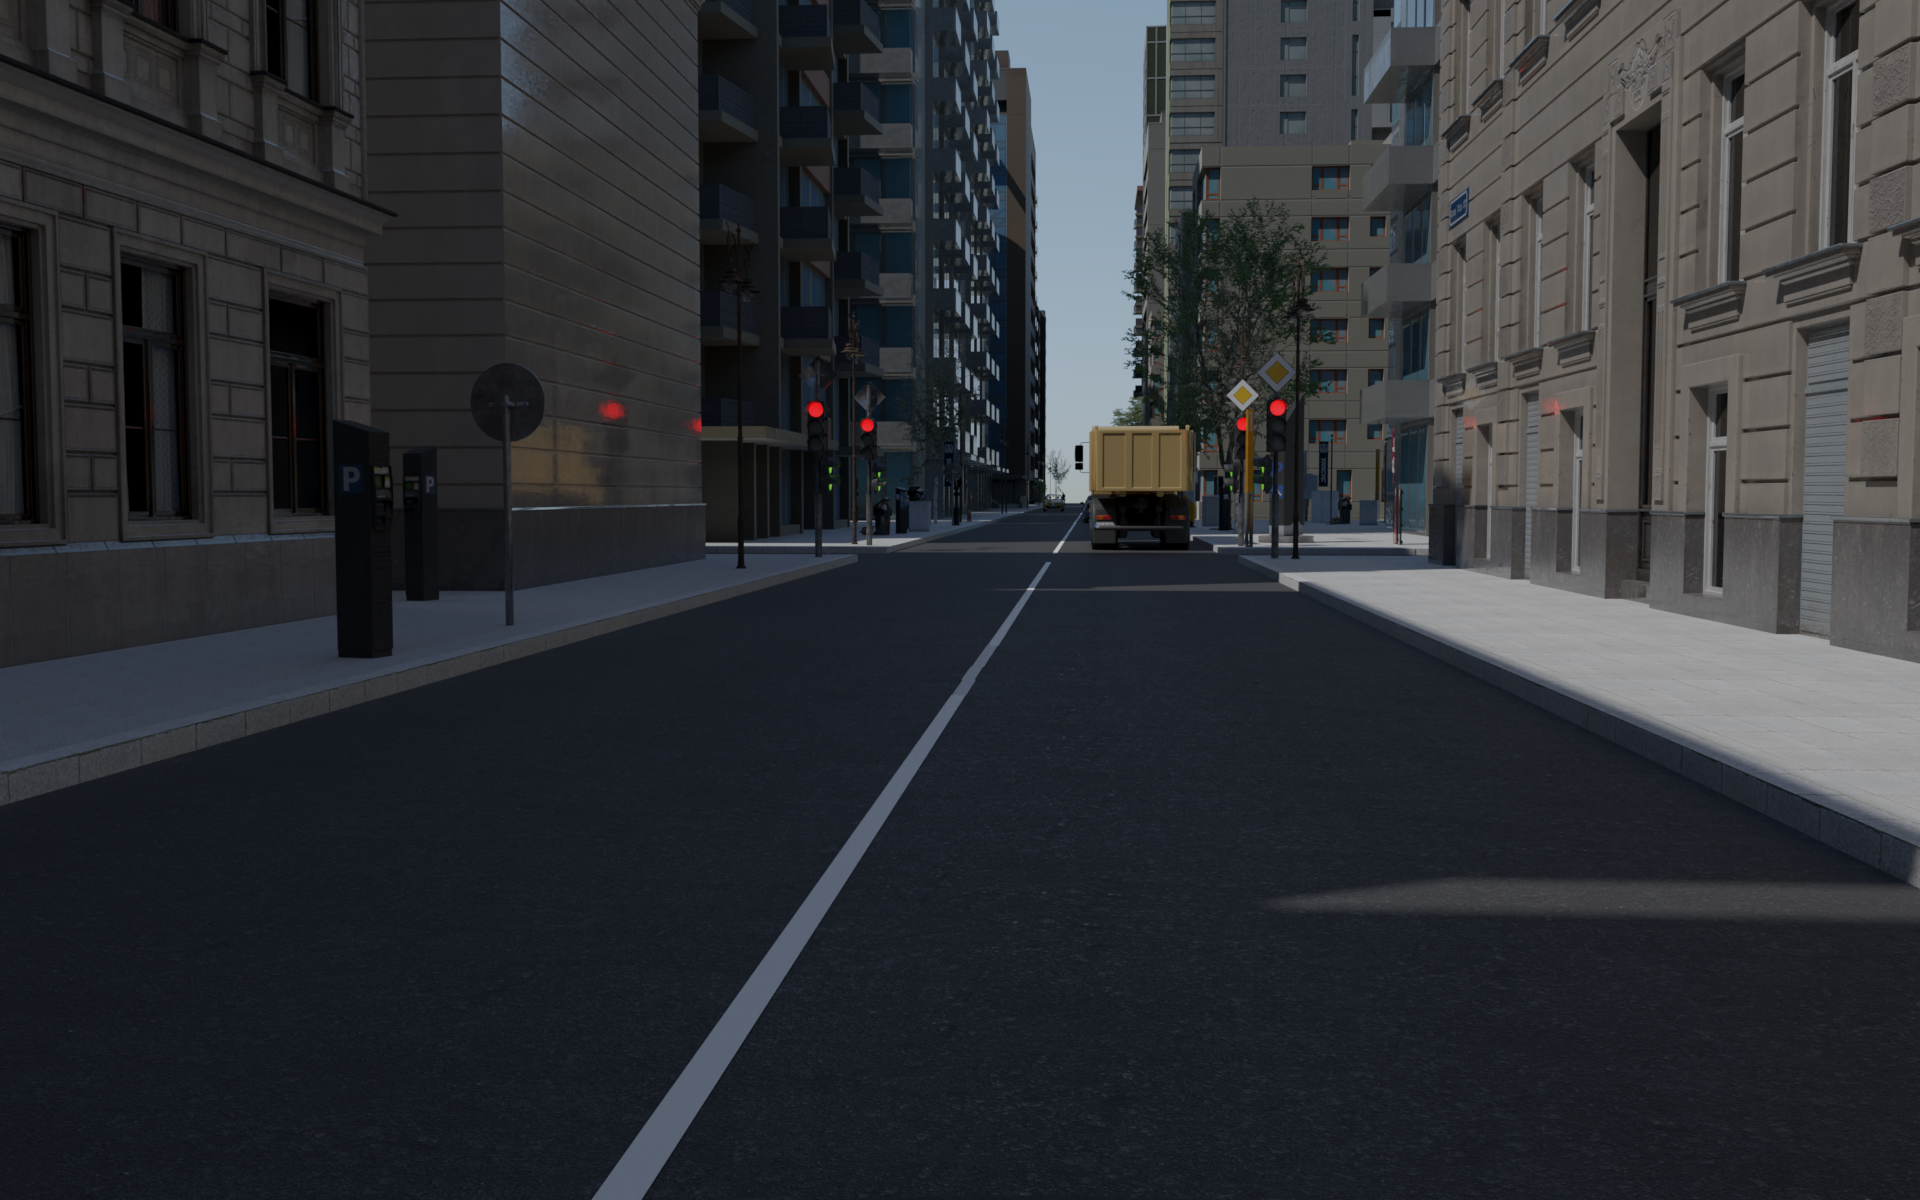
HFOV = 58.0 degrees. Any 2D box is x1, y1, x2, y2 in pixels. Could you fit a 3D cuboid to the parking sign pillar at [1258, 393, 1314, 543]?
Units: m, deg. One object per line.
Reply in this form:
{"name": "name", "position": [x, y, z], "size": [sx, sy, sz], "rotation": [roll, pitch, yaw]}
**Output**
{"name": "parking sign pillar", "position": [8.629, -3.501, 45.713], "size": [1.447, 3.967, 1.447], "rotation": [2, 4, 34]}

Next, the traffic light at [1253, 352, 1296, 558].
{"name": "traffic light", "position": [6.271, -2.787, 34.489], "size": [0.839, 4.253, 0.868], "rotation": [0, 4, 4]}

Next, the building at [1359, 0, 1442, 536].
{"name": "building", "position": [28.362, -26.598, 54.492], "size": [30.456, 49.044, 23.786], "rotation": [0, 4, 4]}

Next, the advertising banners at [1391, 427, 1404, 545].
{"name": "advertising banners", "position": [11.192, -2.947, 44.364], "size": [0.090, 3.025, 2.074], "rotation": [0, 4, 7]}

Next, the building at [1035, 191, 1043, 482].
{"name": "building", "position": [-0.610, -37.920, 239.602], "size": [23.786, 49.044, 30.456], "rotation": [0, 4, 4]}

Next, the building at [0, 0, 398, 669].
{"name": "building", "position": [-11.901, -8.923, 10.522], "size": [10.561, 19.102, 19.286], "rotation": [0, 4, 4]}

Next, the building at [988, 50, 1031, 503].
{"name": "building", "position": [0.192, -32.396, 179.792], "size": [14.600, 45.320, 14.200], "rotation": [0, 4, 4]}

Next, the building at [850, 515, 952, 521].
{"name": "building", "position": [-10.655, -29.093, 95.280], "size": [23.786, 49.044, 30.456], "rotation": [0, 4, 4]}

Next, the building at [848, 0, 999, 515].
{"name": "building", "position": [-8.502, -31.460, 133.979], "size": [23.786, 49.044, 30.456], "rotation": [0, 4, 4]}

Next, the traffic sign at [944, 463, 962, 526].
{"name": "traffic sign", "position": [-0.294, -4.271, 69.929], "size": [0.768, 2.556, 0.104], "rotation": [1, 4, 10]}

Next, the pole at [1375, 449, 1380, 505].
{"name": "pole", "position": [18.929, -5.179, 78.520], "size": [0.158, 3.312, 0.155], "rotation": [0, 3, 0]}

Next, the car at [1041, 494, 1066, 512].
{"name": "car", "position": [7.758, -8.143, 143.359], "size": [2.015, 1.641, 3.980], "rotation": [0, 4, 5]}

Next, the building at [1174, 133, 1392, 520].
{"name": "building", "position": [26.924, -15.584, 99.831], "size": [27.650, 21.520, 28.899], "rotation": [0, 4, 4]}

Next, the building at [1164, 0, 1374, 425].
{"name": "building", "position": [22.066, -27.109, 126.834], "size": [14.154, 41.232, 14.086], "rotation": [0, 4, 4]}

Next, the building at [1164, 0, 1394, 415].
{"name": "building", "position": [31.426, -34.123, 147.152], "size": [28.713, 52.752, 27.495], "rotation": [0, 4, 4]}

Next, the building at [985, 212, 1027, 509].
{"name": "building", "position": [-9.992, -28.730, 161.618], "size": [32.217, 40.220, 23.993], "rotation": [0, 4, 4]}

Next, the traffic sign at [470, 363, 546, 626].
{"name": "traffic sign", "position": [-4.400, -1.024, 16.845], "size": [0.768, 2.556, 0.104], "rotation": [1, 4, 9]}

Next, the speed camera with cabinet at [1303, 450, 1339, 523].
{"name": "speed camera with cabinet", "position": [17.210, -5.459, 83.598], "size": [2.038, 3.252, 0.660], "rotation": [0, 4, -5]}

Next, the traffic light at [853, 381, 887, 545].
{"name": "traffic light", "position": [-2.245, -3.316, 43.142], "size": [0.839, 4.253, 0.868], "rotation": [0, 4, 4]}

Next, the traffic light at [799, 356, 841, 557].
{"name": "traffic light", "position": [-2.864, -2.829, 35.181], "size": [0.839, 4.253, 0.868], "rotation": [0, 4, 4]}

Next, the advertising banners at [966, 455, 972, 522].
{"name": "advertising banners", "position": [0.389, -5.058, 78.882], "size": [0.090, 3.025, 2.074], "rotation": [0, 4, 7]}

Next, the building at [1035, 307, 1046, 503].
{"name": "building", "position": [5.820, -30.009, 262.355], "size": [14.160, 30.474, 14.107], "rotation": [0, 4, 4]}

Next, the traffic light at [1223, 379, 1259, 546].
{"name": "traffic light", "position": [6.890, -3.274, 42.450], "size": [0.839, 4.253, 0.868], "rotation": [0, 4, 4]}

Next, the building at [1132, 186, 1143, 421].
{"name": "building", "position": [35.145, -35.815, 240.192], "size": [22.147, 44.769, 28.867], "rotation": [0, 4, 4]}

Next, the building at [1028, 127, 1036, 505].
{"name": "building", "position": [-1.704, -36.082, 213.645], "size": [21.300, 48.544, 21.600], "rotation": [0, 4, 4]}

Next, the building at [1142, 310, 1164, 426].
{"name": "building", "position": [32.880, -20.273, 176.503], "size": [27.650, 21.520, 28.899], "rotation": [0, 4, 4]}

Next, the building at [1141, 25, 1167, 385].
{"name": "building", "position": [36.061, -50.510, 264.082], "size": [20.563, 71.187, 20.611], "rotation": [0, 4, 4]}

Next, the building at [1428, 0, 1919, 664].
{"name": "building", "position": [13.438, -13.565, 19.058], "size": [12.463, 27.353, 25.104], "rotation": [0, 4, 4]}

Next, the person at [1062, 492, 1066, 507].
{"name": "person", "position": [11.111, -10.751, 185.746], "size": [0.415, 1.643, 0.593], "rotation": [2, 4, 29]}

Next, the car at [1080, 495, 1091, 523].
{"name": "car", "position": [7.105, -4.639, 87.854], "size": [2.014, 1.417, 4.499], "rotation": [0, 4, 3]}

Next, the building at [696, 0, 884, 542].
{"name": "building", "position": [-14.474, -24.671, 58.002], "size": [22.147, 44.769, 28.867], "rotation": [0, 4, 4]}

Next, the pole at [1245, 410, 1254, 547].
{"name": "pole", "position": [7.003, -2.939, 41.902], "size": [0.158, 3.312, 0.155], "rotation": [0, 3, 0]}

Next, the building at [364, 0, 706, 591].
{"name": "building", "position": [-17.543, -14.157, 28.733], "size": [25.104, 27.353, 12.463], "rotation": [0, 4, 4]}

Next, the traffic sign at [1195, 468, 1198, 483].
{"name": "traffic sign", "position": [8.935, -3.982, 67.231], "size": [0.606, 2.300, 0.079], "rotation": [1, 4, 13]}

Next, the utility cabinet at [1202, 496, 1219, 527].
{"name": "utility cabinet", "position": [10.121, -3.521, 68.732], "size": [1.020, 1.237, 0.306], "rotation": [-1, 4, -22]}

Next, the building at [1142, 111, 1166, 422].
{"name": "building", "position": [33.619, -36.161, 214.933], "size": [21.300, 48.544, 21.600], "rotation": [0, 4, 4]}
